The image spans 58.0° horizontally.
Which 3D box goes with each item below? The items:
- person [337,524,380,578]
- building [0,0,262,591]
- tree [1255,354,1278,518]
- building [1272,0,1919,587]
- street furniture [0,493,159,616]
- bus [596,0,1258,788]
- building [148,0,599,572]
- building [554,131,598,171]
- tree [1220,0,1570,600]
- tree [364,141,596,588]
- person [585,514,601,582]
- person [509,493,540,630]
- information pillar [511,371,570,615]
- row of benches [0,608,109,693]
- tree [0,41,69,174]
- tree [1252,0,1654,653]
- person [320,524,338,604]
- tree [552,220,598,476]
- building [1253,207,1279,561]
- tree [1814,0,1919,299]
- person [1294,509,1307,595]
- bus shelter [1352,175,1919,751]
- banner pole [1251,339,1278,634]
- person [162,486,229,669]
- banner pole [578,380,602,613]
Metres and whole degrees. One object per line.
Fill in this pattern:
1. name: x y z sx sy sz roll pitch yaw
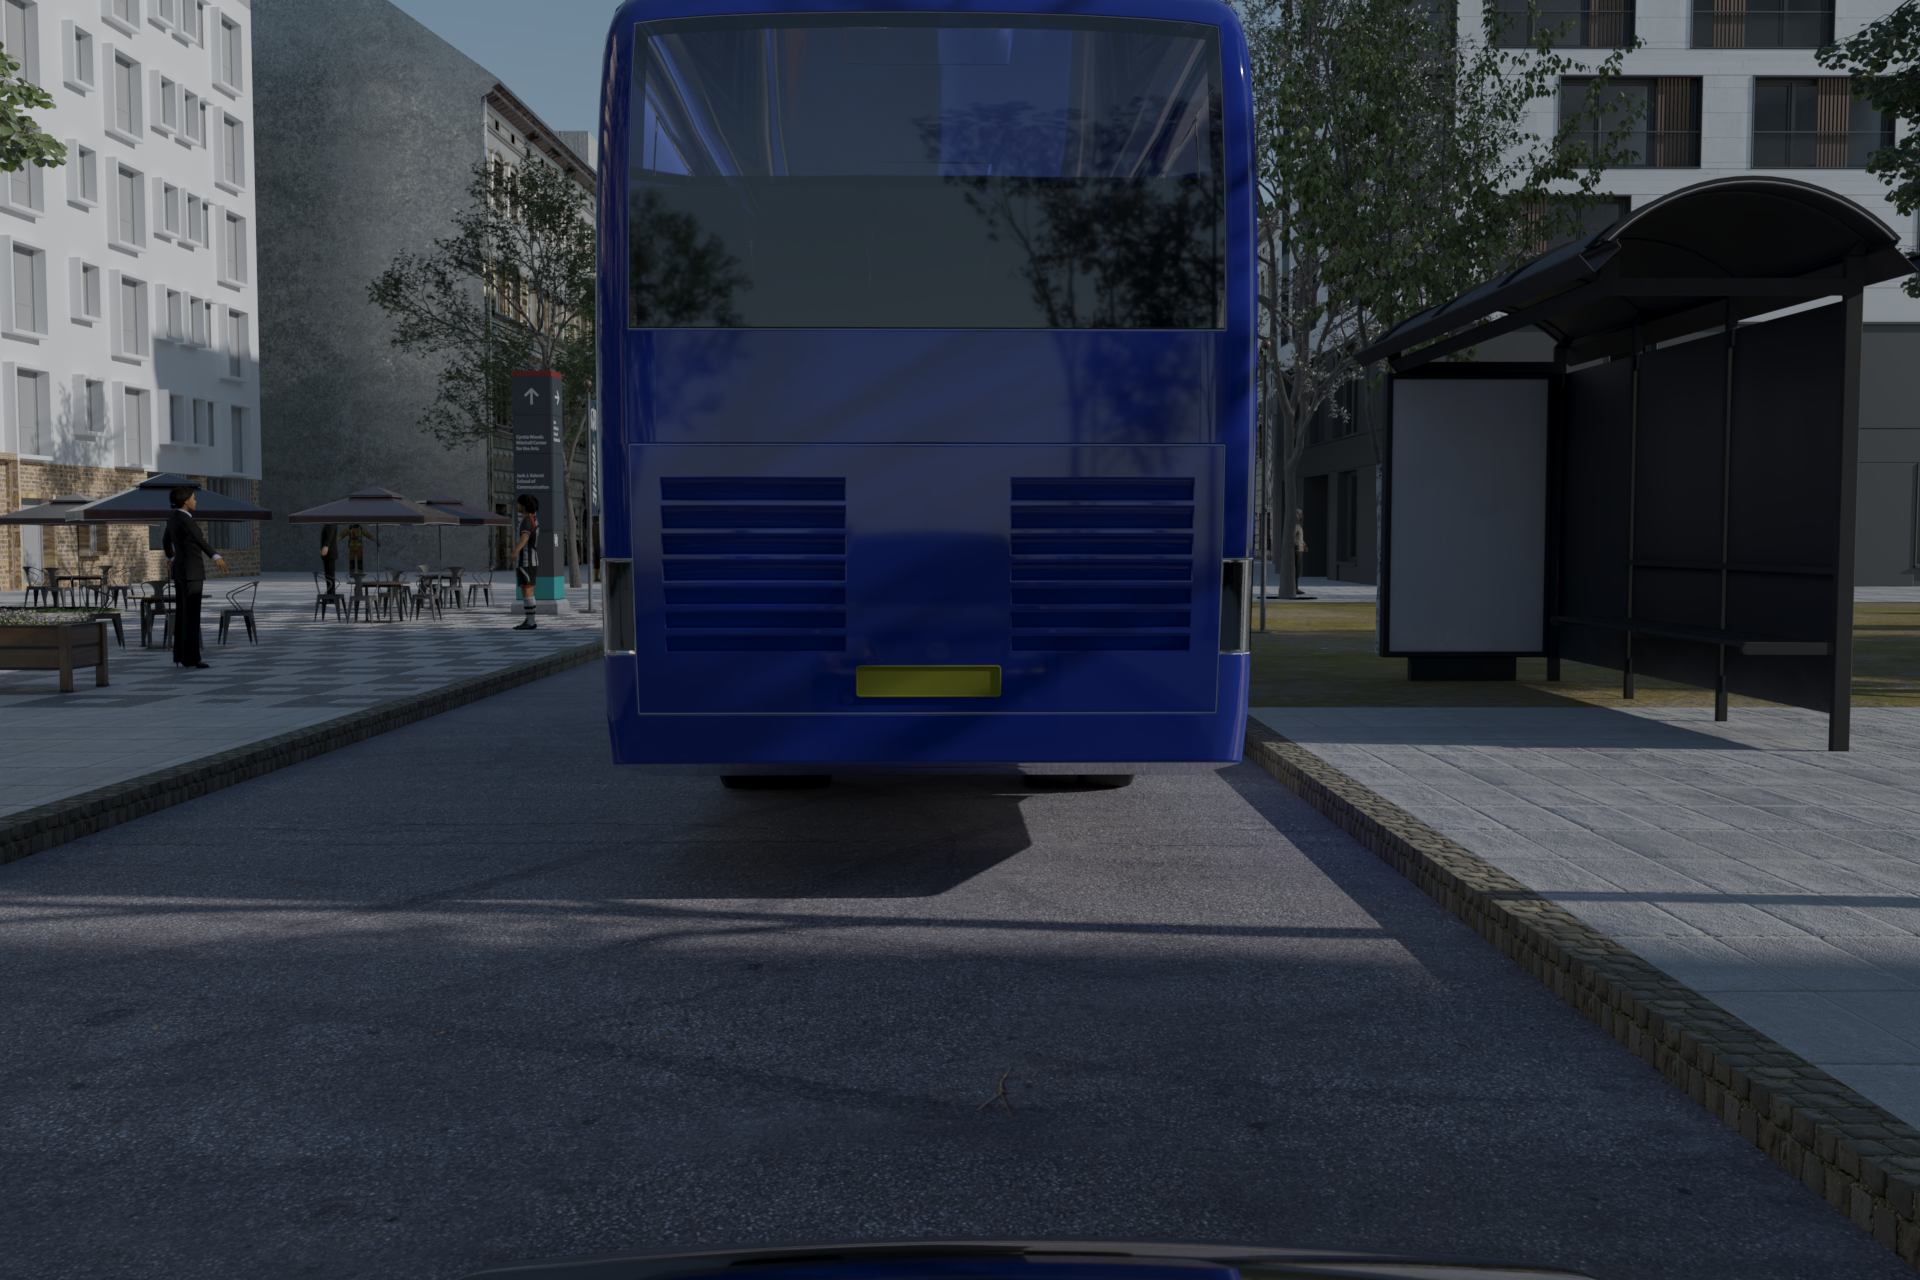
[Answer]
1. person: -17.743 -2.759 50.874 1.354 1.858 0.705 -2 4 -29
2. building: -26.319 -11.203 39.594 16.016 20.090 11.380 0 4 0
3. tree: 6.837 -6.027 48.902 4.737 8.622 4.395 0 3 0
4. building: 24.113 -13.083 57.888 27.936 21.610 32.646 0 4 0
5. street furniture: -26.605 -1.092 22.883 27.439 1.986 14.083 0 4 -7
6. bus: -0.245 -1.288 12.610 2.896 3.916 12.251 0 4 -1
7. building: -24.959 -14.431 66.871 19.493 23.208 18.063 0 4 1
8. building: -24.803 -13.793 91.977 16.747 18.905 31.486 0 4 -1
9. tree: 6.521 -7.533 33.542 12.009 13.543 11.850 0 3 0
10. tree: -9.390 -6.531 41.192 7.601 10.594 8.767 3 5 43
11. person: -9.673 -2.475 46.600 1.346 1.812 0.704 3 4 38
12. person: -5.843 -1.047 23.257 0.704 1.843 1.345 0 4 -6
13. information pillar: -6.754 -2.349 27.786 0.750 3.857 0.750 0 4 2
14. row of benches: -9.246 0.068 14.350 4.104 0.672 1.422 0 4 2
15. tree: -8.759 -5.539 8.684 7.486 12.596 7.792 0 3 0
16. tree: 4.667 -4.152 18.248 4.737 8.622 4.395 0 3 0
17. person: -11.578 -1.560 31.695 0.705 1.806 1.347 -1 4 -21
18. tree: -8.945 -8.271 53.365 7.486 12.596 7.792 0 3 0
19. building: 24.210 -15.665 87.054 19.493 23.208 18.063 0 4 0
20. tree: 13.199 -6.712 16.396 9.857 13.997 8.962 0 3 0
21. person: 7.187 -1.880 36.863 0.705 1.813 1.348 1 4 19
22. bus shelter: 4.474 -1.141 12.576 2.014 3.302 5.546 0 4 0
23. banner pole: 3.930 -1.965 22.150 0.401 3.779 0.863 0 4 0
24. person: -7.355 -0.607 16.648 1.216 1.740 0.721 3 5 44
25. banner pole: -6.039 -2.351 28.458 0.401 3.779 0.863 0 4 1
